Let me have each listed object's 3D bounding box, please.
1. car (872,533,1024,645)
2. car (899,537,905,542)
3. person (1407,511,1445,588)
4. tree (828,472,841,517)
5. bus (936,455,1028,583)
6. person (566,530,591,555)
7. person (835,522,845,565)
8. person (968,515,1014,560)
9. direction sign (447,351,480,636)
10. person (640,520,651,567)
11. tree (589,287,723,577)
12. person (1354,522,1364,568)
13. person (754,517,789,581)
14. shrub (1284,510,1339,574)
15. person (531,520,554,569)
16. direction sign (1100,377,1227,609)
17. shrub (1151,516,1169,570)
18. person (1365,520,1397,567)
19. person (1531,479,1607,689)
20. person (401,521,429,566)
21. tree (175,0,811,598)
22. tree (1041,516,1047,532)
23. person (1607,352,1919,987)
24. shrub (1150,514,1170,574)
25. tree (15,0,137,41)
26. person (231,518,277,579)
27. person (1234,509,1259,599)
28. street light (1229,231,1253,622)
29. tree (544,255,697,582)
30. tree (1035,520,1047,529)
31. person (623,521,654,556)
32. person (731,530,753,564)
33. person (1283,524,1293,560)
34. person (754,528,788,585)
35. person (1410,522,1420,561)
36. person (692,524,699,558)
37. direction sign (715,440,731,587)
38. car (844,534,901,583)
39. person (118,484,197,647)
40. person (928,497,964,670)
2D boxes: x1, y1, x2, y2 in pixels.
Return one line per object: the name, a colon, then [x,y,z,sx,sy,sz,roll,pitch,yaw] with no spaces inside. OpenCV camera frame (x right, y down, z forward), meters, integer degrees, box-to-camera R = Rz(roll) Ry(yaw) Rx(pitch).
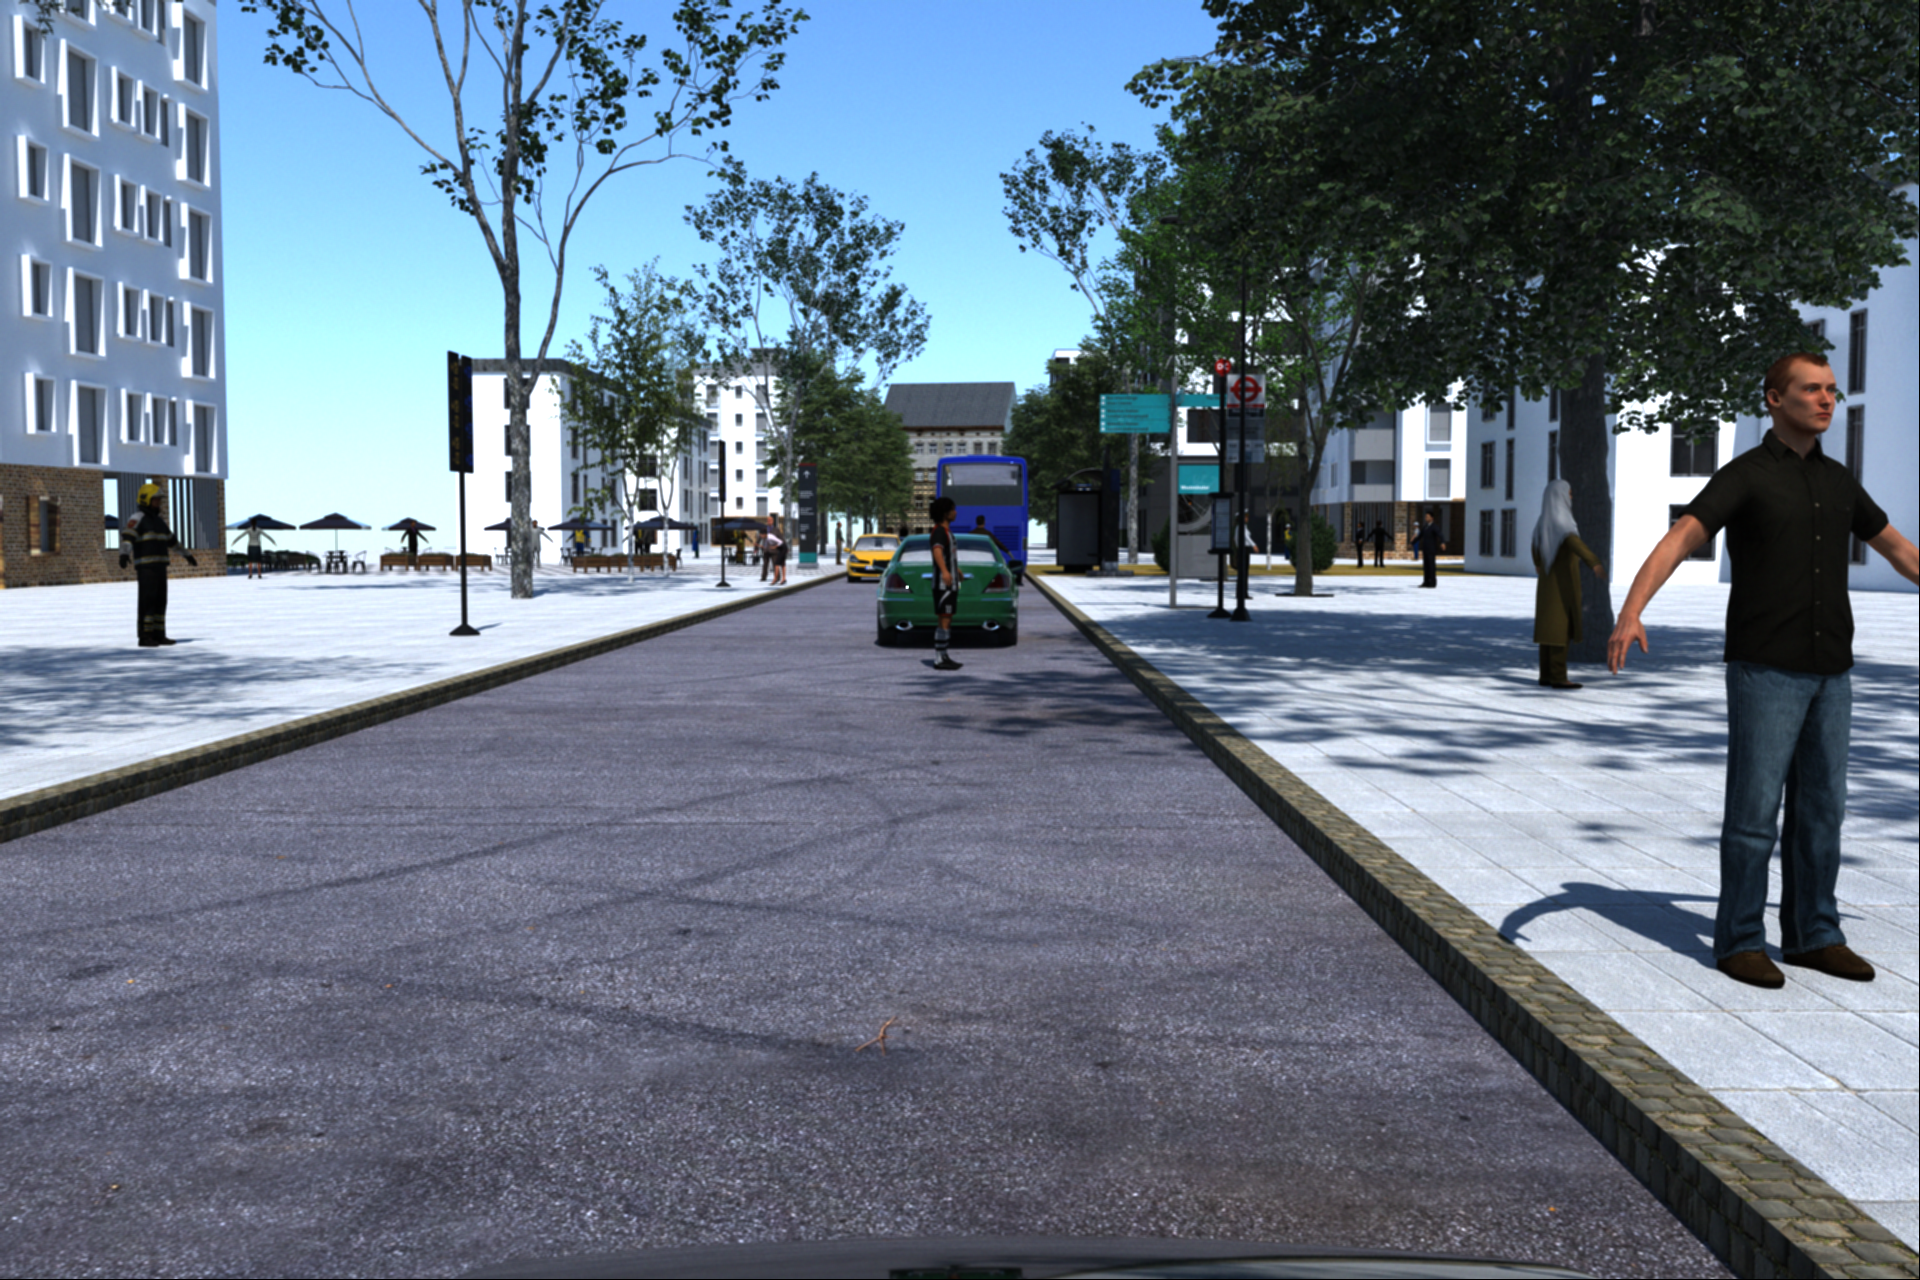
car: [-0.166,-0.730,23.738,2.131,1.459,4.920,0,4,0]
car: [-1.906,-2.901,60.007,1.945,1.354,3.894,0,4,0]
person: [11.189,-2.160,41.366,0.704,1.823,1.345,-2,4,-23]
tree: [-20.661,-20.822,250.806,12.009,13.543,11.850,0,3,0]
bus: [0.660,-3.773,53.242,2.896,3.916,12.251,0,4,1]
person: [-16.875,-4.334,76.827,1.349,1.833,0.705,2,4,25]
person: [-5.034,-4.046,72.419,0.705,1.796,1.348,0,4,6]
person: [0.428,-1.613,34.962,1.346,1.812,0.704,1,4,19]
direction sign: [-6.297,-1.830,21.914,0.379,3.537,0.876,0,4,2]
person: [-12.211,-3.749,67.431,0.705,1.813,1.348,0,4,2]
tree: [-8.743,-6.186,51.498,4.360,8.622,3.978,0,3,0]
person: [15.004,-3.582,65.289,0.721,1.740,1.216,0,4,3]
person: [-5.140,-2.475,47.067,0.990,1.755,0.434,1,4,12]
shrub: [11.232,-3.134,55.287,1.661,2.075,1.752,0,3,0]
person: [-15.672,-3.531,63.917,1.347,1.806,0.705,-1,4,-16]
direction sign: [3.632,-2.458,28.947,2.525,3.948,1.411,0,4,1]
shrub: [7.434,-3.407,60.127,1.690,2.028,1.600,0,3,0]
person: [16.147,-3.697,66.633,1.347,1.806,0.705,3,5,44]
person: [5.075,-0.471,14.477,0.721,1.736,1.217,0,4,-5]
person: [-21.829,-3.852,69.200,0.704,1.802,1.346,2,4,32]
tree: [-9.292,-10.811,32.646,12.611,20.169,13.585,0,3,0]
tree: [12.508,-17.954,243.911,4.737,8.622,4.395,0,3,0]
person: [2.416,0.074,5.004,1.348,1.803,0.705,-1,4,-15]
shrub: [6.829,-3.059,54.053,1.661,2.075,1.752,0,3,0]
tree: [-8.913,-6.021,8.813,12.009,13.543,11.850,0,3,0]
person: [-20.360,-2.638,49.962,1.217,1.735,0.721,-2,4,-25]
person: [5.672,-1.699,34.246,0.721,1.778,1.216,0,4,-7]
street light: [4.685,-3.231,25.372,1.470,5.913,1.316,0,4,1]
tree: [-8.872,-5.857,46.133,4.737,8.622,4.395,0,3,0]
tree: [13.946,-20.382,251.364,7.486,12.596,7.792,0,3,0]
person: [-13.699,-4.163,73.848,1.354,1.856,0.705,-2,4,-23]
person: [-9.405,-4.189,74.250,1.354,1.858,0.705,3,5,43]
person: [16.317,-4.850,85.761,0.721,1.772,1.216,-1,4,-22]
person: [-4.702,-2.092,43.438,0.628,1.438,0.799,2,4,32]
person: [21.851,-4.724,83.098,0.705,1.847,1.347,2,4,25]
person: [-14.015,-5.243,91.856,0.704,1.817,1.347,-1,4,-18]
direction sign: [-5.765,-3.062,42.054,0.379,3.537,0.876,0,4,1]
car: [-2.458,-2.569,52.228,2.015,1.641,3.980,0,4,1]
person: [-9.231,-0.860,19.830,0.704,1.858,1.351,1,4,9]
person: [-0.135,-0.598,18.372,0.704,1.843,1.345,0,4,5]
